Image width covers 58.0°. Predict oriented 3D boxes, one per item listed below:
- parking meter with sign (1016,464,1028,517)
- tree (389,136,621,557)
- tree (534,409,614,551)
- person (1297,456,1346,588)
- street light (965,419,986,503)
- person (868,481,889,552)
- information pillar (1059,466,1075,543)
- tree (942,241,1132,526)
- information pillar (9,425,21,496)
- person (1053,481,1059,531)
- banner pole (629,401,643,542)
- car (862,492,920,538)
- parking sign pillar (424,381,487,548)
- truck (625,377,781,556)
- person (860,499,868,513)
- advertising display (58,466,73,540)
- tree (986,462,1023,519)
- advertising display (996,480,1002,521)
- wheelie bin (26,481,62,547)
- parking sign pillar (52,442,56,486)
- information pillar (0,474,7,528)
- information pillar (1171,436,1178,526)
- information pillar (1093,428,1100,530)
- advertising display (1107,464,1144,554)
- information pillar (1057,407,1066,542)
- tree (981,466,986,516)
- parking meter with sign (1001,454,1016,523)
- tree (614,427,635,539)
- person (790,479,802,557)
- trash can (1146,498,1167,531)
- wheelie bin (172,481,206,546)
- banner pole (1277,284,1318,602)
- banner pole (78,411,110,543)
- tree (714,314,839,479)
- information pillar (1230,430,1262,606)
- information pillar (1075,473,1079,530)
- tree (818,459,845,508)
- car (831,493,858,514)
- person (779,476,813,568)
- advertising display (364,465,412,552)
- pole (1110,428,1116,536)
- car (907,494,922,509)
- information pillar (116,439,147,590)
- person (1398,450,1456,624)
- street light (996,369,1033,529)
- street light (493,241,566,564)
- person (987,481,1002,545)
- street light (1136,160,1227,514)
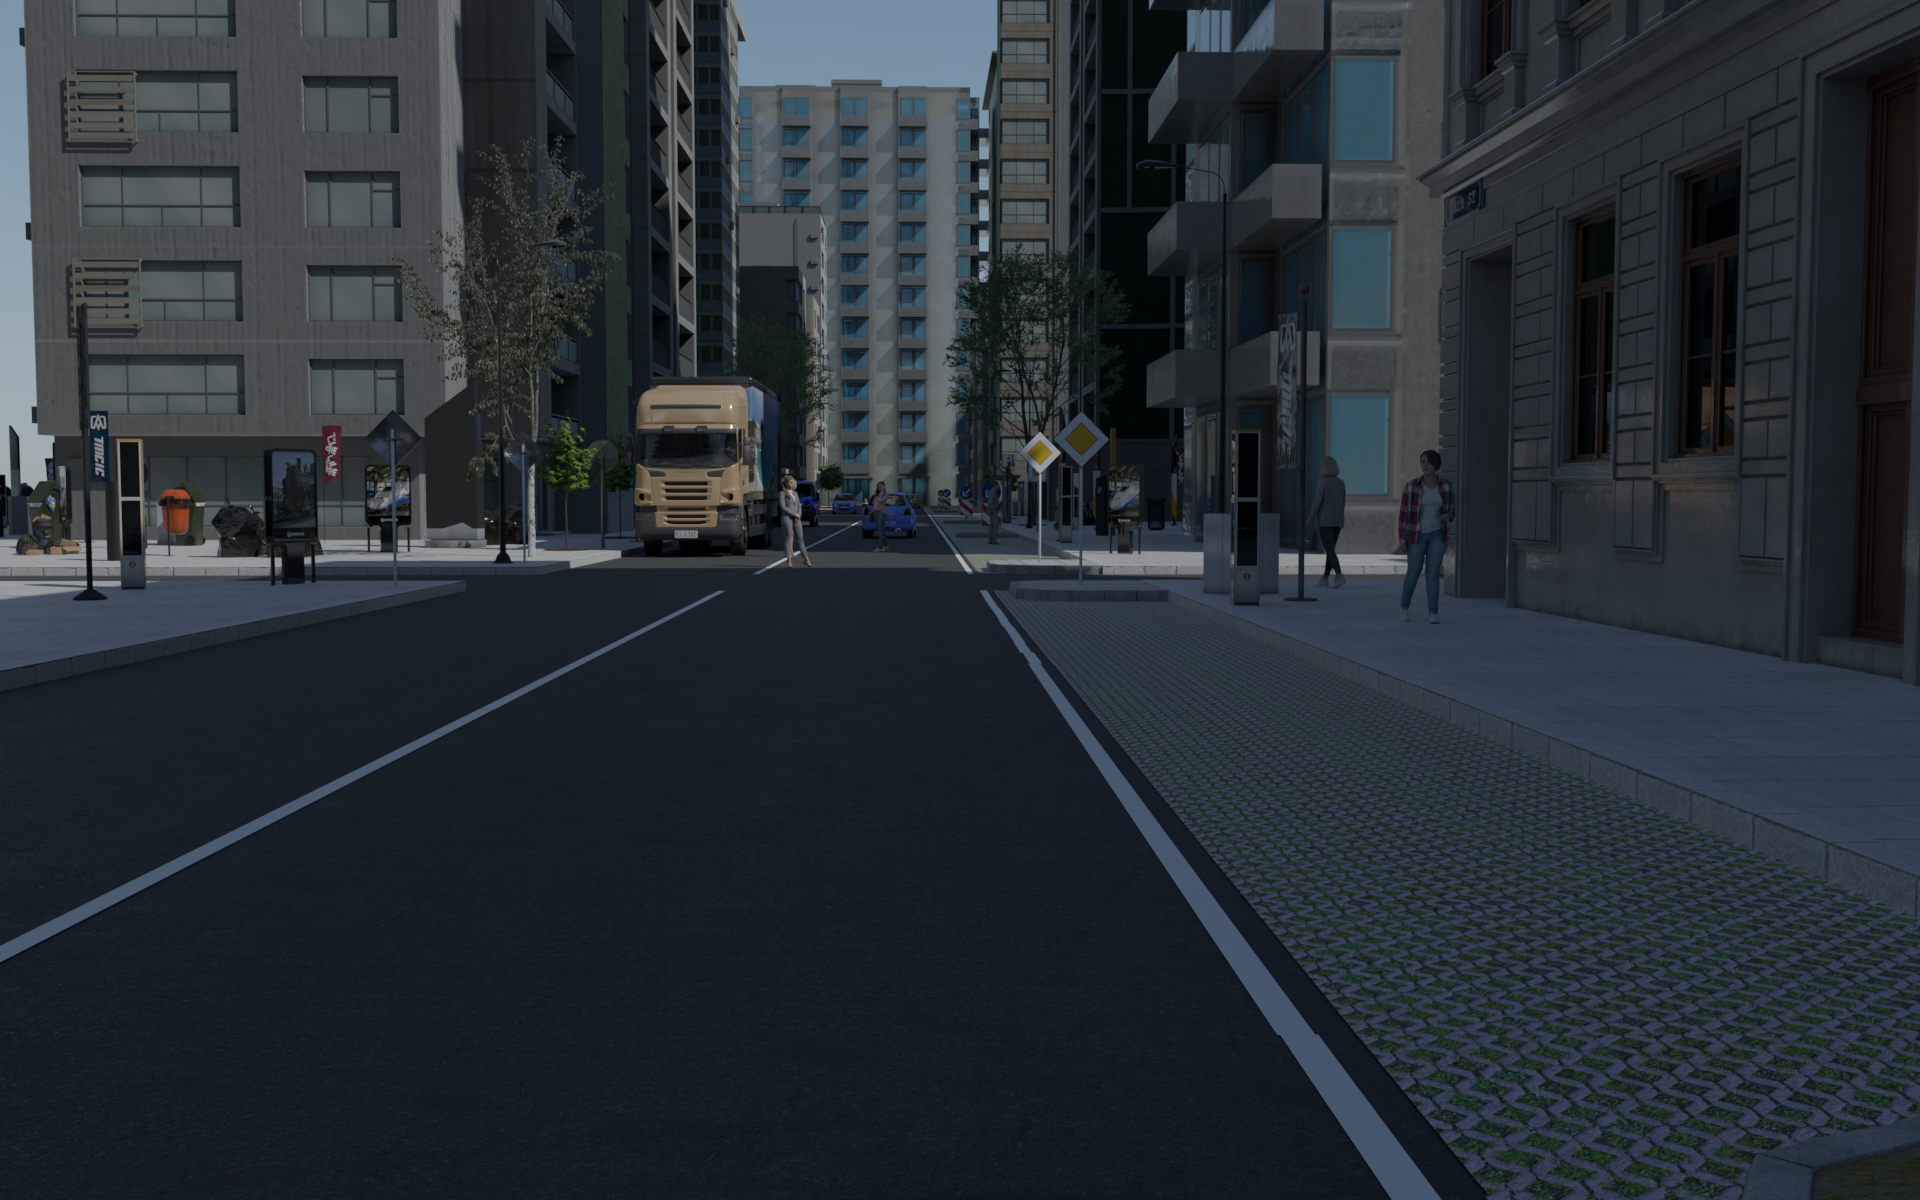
[{"bbox_3d":[3.652,-6.324,99.660,0.543,3.016,1.738,2,4,34],"label":"parking meter with sign"},{"bbox_3d":[-8.979,-5.188,35.186,4.360,8.622,3.978,0,3,0],"label":"tree"},{"bbox_3d":[-8.904,-2.732,39.270,1.663,3.219,1.824,0,3,0],"label":"tree"},{"bbox_3d":[5.008,-1.069,23.702,0.709,1.800,0.728,-2,4,-29],"label":"person"},{"bbox_3d":[1.015,-8.208,106.749,1.470,5.913,1.316,0,4,-2],"label":"street light"},{"bbox_3d":[-1.944,-2.074,43.007,0.643,1.750,0.593,-3,4,-38],"label":"person"},{"bbox_3d":[2.771,-2.503,45.420,0.304,2.012,0.304,0,4,-5],"label":"information pillar"},{"bbox_3d":[3.017,-8.840,70.296,9.928,11.665,9.643,0,3,0],"label":"tree"},{"bbox_3d":[-32.169,-4.136,58.979,0.504,3.616,0.183,2,4,31],"label":"information pillar"},{"bbox_3d":[3.436,-3.281,60.177,0.515,1.767,0.782,1,4,14],"label":"person"},{"bbox_3d":[-8.635,-3.441,46.281,0.401,3.779,0.863,-1,4,-17],"label":"banner pole"},{"bbox_3d":[-2.323,-2.929,57.479,1.945,1.707,3.694,0,4,0],"label":"car"},{"bbox_3d":[-12.144,-3.249,41.596,1.447,3.967,1.447,1,4,8],"label":"parking sign pillar"},{"bbox_3d":[-6.218,-3.348,43.654,2.839,4.237,11.283,0,4,-1],"label":"truck"},{"bbox_3d":[-4.598,-4.253,83.044,0.505,1.210,0.382,1,4,21],"label":"person"},{"bbox_3d":[-20.734,-2.136,40.142,0.123,1.923,0.974,-3,4,-36],"label":"advertising display"},{"bbox_3d":[2.483,-5.826,89.863,1.663,3.219,1.824,0,3,0],"label":"tree"},{"bbox_3d":[1.928,-4.645,81.164,0.123,1.923,0.974,-2,4,-28],"label":"advertising display"},{"bbox_3d":[-21.810,-2.048,41.395,0.980,1.594,0.693,2,4,30],"label":"wheelie bin"},{"bbox_3d":[-31.866,-4.511,62.233,1.447,3.967,1.447,-2,4,-31],"label":"parking sign pillar"},{"bbox_3d":[-35.914,-3.691,64.846,0.304,2.012,0.304,3,5,44],"label":"information pillar"},{"bbox_3d":[8.684,-4.825,70.238,0.183,3.616,0.504,1,4,23],"label":"information pillar"},{"bbox_3d":[4.899,-4.319,61.978,0.183,3.616,0.504,-1,4,-17],"label":"information pillar"},{"bbox_3d":[3.559,-1.958,37.232,0.123,1.923,0.974,-3,5,-41],"label":"advertising display"},{"bbox_3d":[2.746,-3.379,46.600,0.183,3.616,0.504,-1,4,-8],"label":"information pillar"},{"bbox_3d":[1.706,-6.656,103.435,1.663,3.219,1.824,0,3,0],"label":"tree"},{"bbox_3d":[2.087,-4.905,76.451,0.543,3.016,1.738,0,4,0],"label":"parking meter with sign"},{"bbox_3d":[-9.793,-3.376,49.795,1.663,3.219,1.824,0,3,0],"label":"tree"},{"bbox_3d":[-3.815,-1.873,39.464,0.374,1.781,0.599,2,4,24],"label":"person"},{"bbox_3d":[6.914,-3.017,60.980,0.748,1.137,0.748,0,3,0],"label":"trash can"},{"bbox_3d":[-19.170,-2.143,42.954,0.693,1.594,0.980,0,4,-1],"label":"wheelie bin"},{"bbox_3d":[4.033,-1.893,20.967,0.401,3.779,0.863,-1,4,-19],"label":"banner pole"},{"bbox_3d":[-22.867,-3.406,45.703,0.863,3.779,0.401,-1,4,-13],"label":"banner pole"},{"bbox_3d":[-10.603,-10.697,100.645,9.928,11.665,9.643,0,3,0],"label":"tree"},{"bbox_3d":[3.297,-0.949,20.001,0.304,2.012,0.304,0,3,0],"label":"information pillar"},{"bbox_3d":[3.990,-3.468,61.191,0.304,2.012,0.304,3,5,42],"label":"information pillar"},{"bbox_3d":[-12.382,-10.984,163.301,4.285,4.588,4.351,0,3,0],"label":"tree"},{"bbox_3d":[-8.208,-6.930,122.900,1.945,1.707,3.694,0,4,-3],"label":"car"},{"bbox_3d":[-3.202,-1.528,33.760,0.573,1.790,0.520,2,4,25],"label":"person"},{"bbox_3d":[-12.630,-2.021,38.264,0.974,1.923,0.123,-2,4,-27],"label":"advertising display"},{"bbox_3d":[4.719,-3.643,53.405,0.158,3.312,0.155,0,3,0],"label":"pole"},{"bbox_3d":[-4.725,-9.689,168.637,2.015,1.641,3.980,0,4,-2],"label":"car"},{"bbox_3d":[-11.162,-1.153,23.342,0.304,2.012,0.304,-1,4,-22],"label":"information pillar"},{"bbox_3d":[4.654,-0.636,17.284,0.563,1.720,0.643,0,4,5],"label":"person"},{"bbox_3d":[2.054,-5.621,64.450,1.470,5.913,1.316,0,4,-2],"label":"street light"},{"bbox_3d":[-7.911,-3.629,31.870,1.470,5.913,1.316,0,4,-2],"label":"street light"},{"bbox_3d":[0.950,-2.473,49.025,0.391,1.810,0.635,0,4,-7],"label":"person"},{"bbox_3d":[3.152,-3.165,24.284,1.470,5.913,1.316,0,4,-2],"label":"street light"}]
